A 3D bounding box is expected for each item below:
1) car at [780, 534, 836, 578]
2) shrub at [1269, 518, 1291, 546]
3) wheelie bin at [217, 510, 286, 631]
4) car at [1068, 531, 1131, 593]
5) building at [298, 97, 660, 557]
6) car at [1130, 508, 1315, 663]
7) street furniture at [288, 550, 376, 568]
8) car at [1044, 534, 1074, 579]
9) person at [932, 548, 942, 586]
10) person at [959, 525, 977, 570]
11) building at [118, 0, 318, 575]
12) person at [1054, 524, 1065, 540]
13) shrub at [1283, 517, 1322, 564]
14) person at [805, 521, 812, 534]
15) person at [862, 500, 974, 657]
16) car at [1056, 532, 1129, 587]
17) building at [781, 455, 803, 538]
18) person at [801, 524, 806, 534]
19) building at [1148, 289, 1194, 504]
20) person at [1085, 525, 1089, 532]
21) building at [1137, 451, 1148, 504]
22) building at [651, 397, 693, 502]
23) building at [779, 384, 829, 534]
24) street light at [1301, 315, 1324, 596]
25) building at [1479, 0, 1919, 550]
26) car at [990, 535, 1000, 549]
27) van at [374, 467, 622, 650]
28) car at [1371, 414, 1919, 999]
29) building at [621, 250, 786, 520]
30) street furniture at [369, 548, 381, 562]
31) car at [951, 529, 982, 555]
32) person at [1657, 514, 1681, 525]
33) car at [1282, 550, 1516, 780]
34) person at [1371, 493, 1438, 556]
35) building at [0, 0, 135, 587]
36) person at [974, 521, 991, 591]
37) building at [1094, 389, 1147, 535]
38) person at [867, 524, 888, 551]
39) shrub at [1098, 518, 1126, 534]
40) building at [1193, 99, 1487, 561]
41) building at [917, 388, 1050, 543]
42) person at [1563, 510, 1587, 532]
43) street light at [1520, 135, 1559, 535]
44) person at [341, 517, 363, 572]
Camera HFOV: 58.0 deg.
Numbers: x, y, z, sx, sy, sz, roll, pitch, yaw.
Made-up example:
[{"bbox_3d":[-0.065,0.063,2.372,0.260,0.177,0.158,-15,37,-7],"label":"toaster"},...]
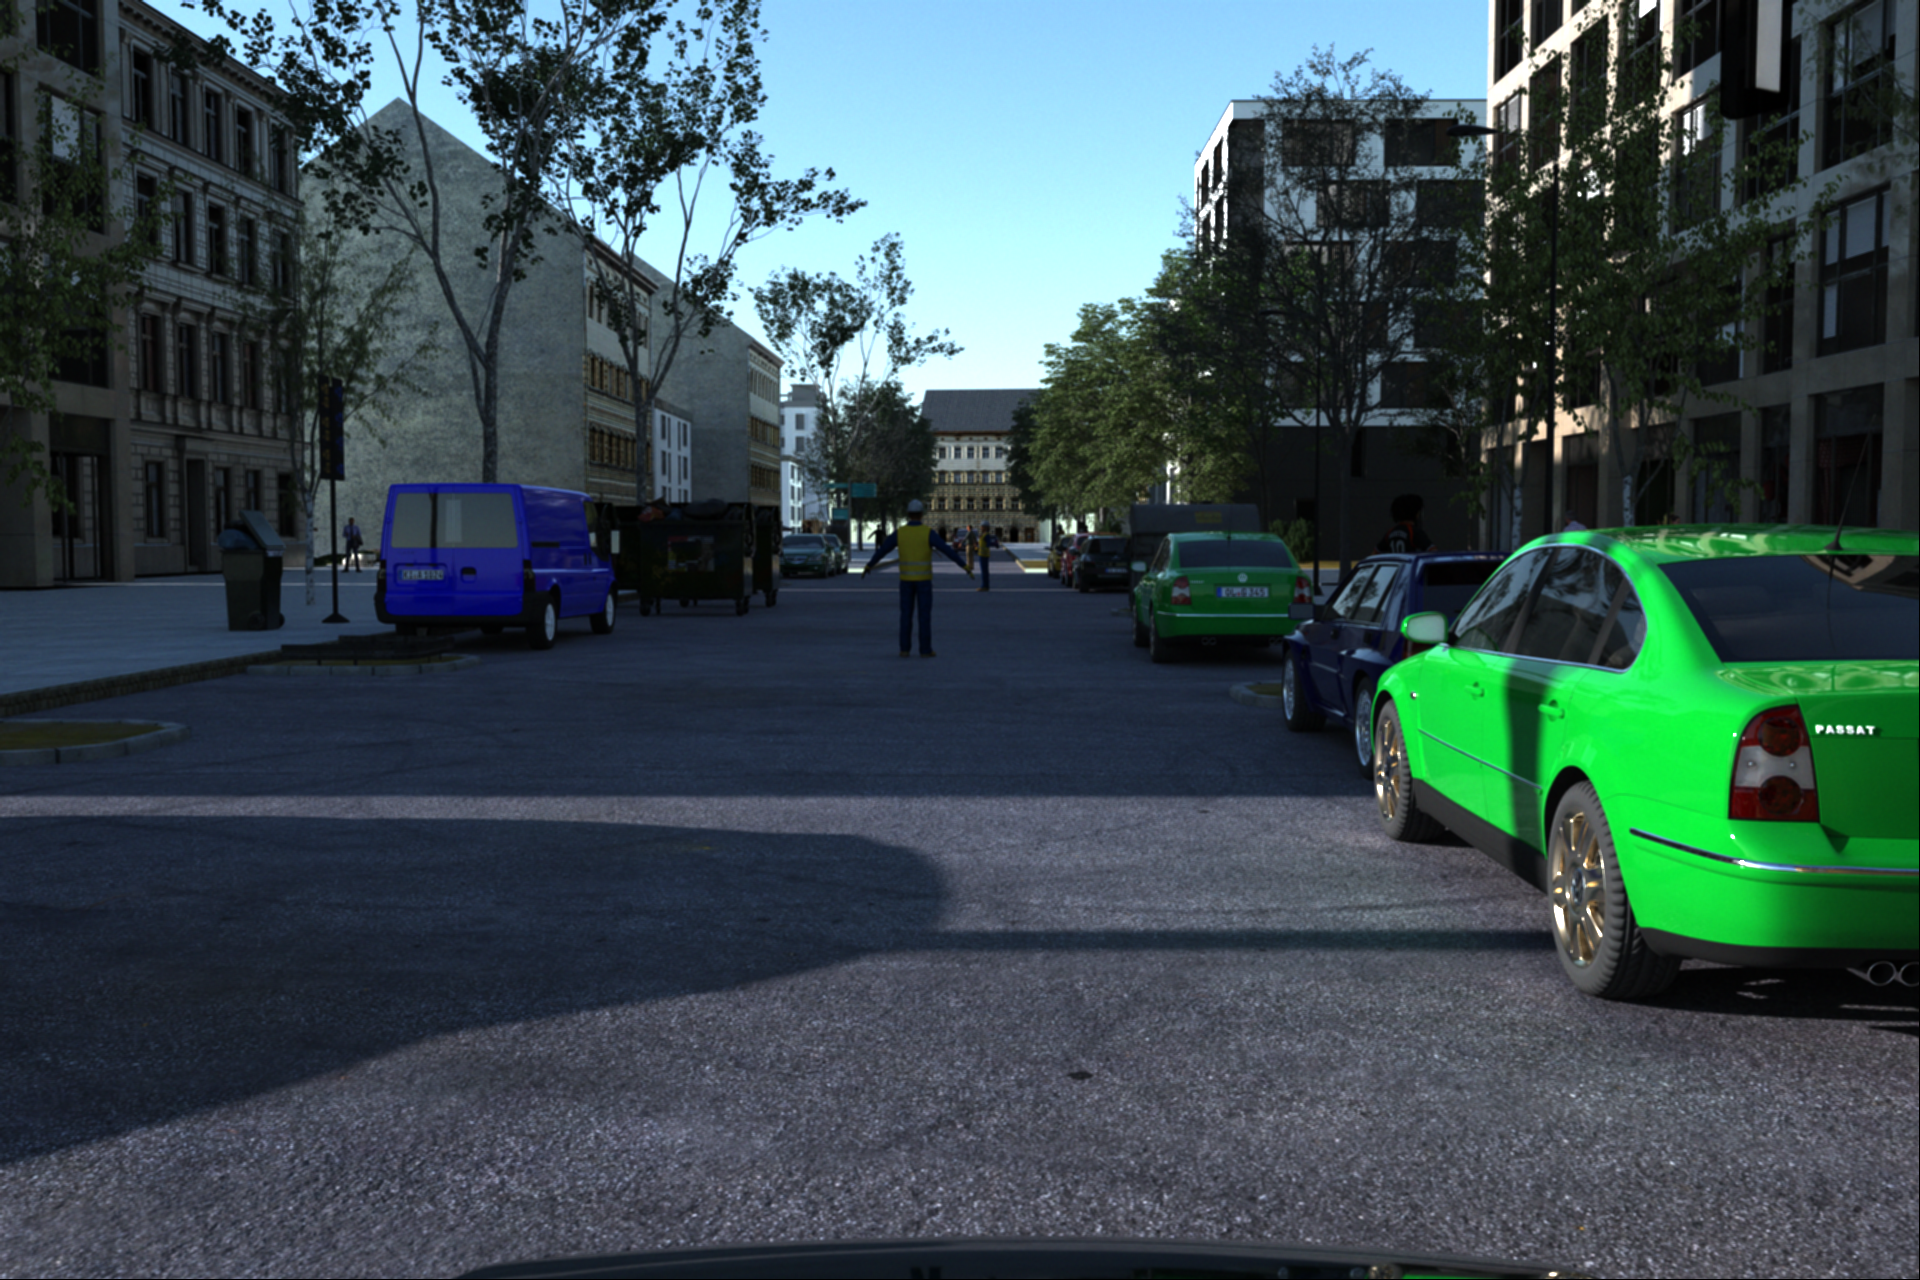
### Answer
[{"bbox_3d":[-5.163,-2.791,57.436,2.131,1.459,4.920,0,4,1],"label":"car"},{"bbox_3d":[14.743,-4.627,80.076,1.690,2.028,1.600,0,3,0],"label":"shrub"},{"bbox_3d":[-9.480,-0.932,23.152,0.693,1.594,0.980,0,4,2],"label":"wheelie bin"},{"bbox_3d":[3.762,-2.066,43.573,2.009,1.686,4.222,0,4,0],"label":"car"},{"bbox_3d":[-28.113,-16.256,96.717,19.493,23.208,18.063,0,4,1],"label":"building"},{"bbox_3d":[3.050,-0.722,20.600,1.959,1.807,4.718,0,4,1],"label":"car"},{"bbox_3d":[-26.675,-3.361,70.586,5.734,0.657,10.072,-1,4,-23],"label":"street furniture"},{"bbox_3d":[3.816,-2.869,57.124,2.015,1.641,3.980,0,4,0],"label":"car"},{"bbox_3d":[-0.880,-2.206,47.792,0.599,1.433,0.991,3,5,44],"label":"person"},{"bbox_3d":[0.375,-3.692,69.096,0.705,1.796,1.348,2,4,30],"label":"person"},{"bbox_3d":[-28.415,-11.605,53.365,10.561,19.211,19.286,0,4,1],"label":"building"},{"bbox_3d":[5.772,-5.786,100.368,0.705,1.858,1.354,-1,4,-17],"label":"person"},{"bbox_3d":[14.789,-4.304,74.791,1.690,2.028,1.600,0,3,0],"label":"shrub"},{"bbox_3d":[-6.019,-3.869,69.490,0.704,1.802,1.346,0,4,-1],"label":"person"},{"bbox_3d":[-0.511,-0.723,20.242,1.349,1.833,0.705,1,4,11],"label":"person"},{"bbox_3d":[3.769,-2.404,48.347,2.155,1.783,4.494,0,4,1],"label":"car"},{"bbox_3d":[-22.484,-15.653,198.080,9.099,9.664,28.070,0,4,0],"label":"building"},{"bbox_3d":[-8.540,-5.389,94.252,0.704,1.812,1.346,-1,4,-16],"label":"person"},{"bbox_3d":[24.256,-16.263,132.350,16.747,18.905,31.486,0,4,1],"label":"building"},{"bbox_3d":[7.494,-5.950,103.465,0.705,1.806,1.347,0,4,3],"label":"person"},{"bbox_3d":[29.854,-22.111,192.435,19.493,23.208,18.063,0,4,1],"label":"building"},{"bbox_3d":[-23.105,-10.903,120.407,9.099,9.664,28.070,0,3,0],"label":"building"},{"bbox_3d":[-22.903,-22.208,219.525,16.016,20.090,11.380,0,4,2],"label":"building"},{"bbox_3d":[7.958,-3.875,35.897,1.470,5.913,1.316,0,4,1],"label":"street light"},{"bbox_3d":[26.850,-14.504,40.350,19.350,26.588,34.151,0,4,1],"label":"building"},{"bbox_3d":[2.983,-9.684,170.906,1.945,1.354,3.894,0,4,0],"label":"car"},{"bbox_3d":[-5.970,-1.146,23.124,2.240,2.365,5.245,0,4,1],"label":"van"},{"bbox_3d":[2.835,0.129,6.694,1.959,1.807,4.718,0,4,1],"label":"car"},{"bbox_3d":[-25.323,-19.117,143.499,19.493,23.208,18.063,0,4,2],"label":"building"},{"bbox_3d":[-24.877,-4.611,82.241,11.010,1.723,9.812,0,4,-3],"label":"street furniture"},{"bbox_3d":[0.531,-6.931,121.990,2.281,1.827,5.304,0,4,1],"label":"car"},{"bbox_3d":[15.768,-1.928,38.371,0.742,1.727,0.445,-3,4,-39],"label":"person"},{"bbox_3d":[3.226,0.071,11.415,1.945,1.354,3.894,0,4,1],"label":"car"},{"bbox_3d":[4.417,-0.515,17.018,0.704,1.843,1.345,-2,4,-31],"label":"person"},{"bbox_3d":[-30.756,-13.623,25.937,19.351,26.588,34.151,0,4,2],"label":"building"},{"bbox_3d":[0.542,-2.125,43.669,0.721,1.772,1.216,-1,4,-13],"label":"person"},{"bbox_3d":[27.153,-24.021,223.677,19.493,23.208,18.063,0,4,1],"label":"building"},{"bbox_3d":[-4.482,-5.487,95.653,1.347,1.837,0.705,0,4,8],"label":"person"},{"bbox_3d":[6.468,-4.299,74.709,1.690,2.028,1.600,0,3,0],"label":"shrub"},{"bbox_3d":[26.918,-15.539,98.036,27.936,21.610,32.646,0,4,1],"label":"building"},{"bbox_3d":[3.853,-26.150,260.940,18.063,23.208,19.493,0,4,7],"label":"building"},{"bbox_3d":[11.150,-1.502,31.542,0.756,1.711,0.436,-1,4,-14],"label":"person"},{"bbox_3d":[7.297,-2.888,19.766,1.470,5.913,1.316,0,4,1],"label":"street light"},{"bbox_3d":[-20.327,-3.179,57.887,0.709,1.838,0.599,-1,4,-20],"label":"person"}]
